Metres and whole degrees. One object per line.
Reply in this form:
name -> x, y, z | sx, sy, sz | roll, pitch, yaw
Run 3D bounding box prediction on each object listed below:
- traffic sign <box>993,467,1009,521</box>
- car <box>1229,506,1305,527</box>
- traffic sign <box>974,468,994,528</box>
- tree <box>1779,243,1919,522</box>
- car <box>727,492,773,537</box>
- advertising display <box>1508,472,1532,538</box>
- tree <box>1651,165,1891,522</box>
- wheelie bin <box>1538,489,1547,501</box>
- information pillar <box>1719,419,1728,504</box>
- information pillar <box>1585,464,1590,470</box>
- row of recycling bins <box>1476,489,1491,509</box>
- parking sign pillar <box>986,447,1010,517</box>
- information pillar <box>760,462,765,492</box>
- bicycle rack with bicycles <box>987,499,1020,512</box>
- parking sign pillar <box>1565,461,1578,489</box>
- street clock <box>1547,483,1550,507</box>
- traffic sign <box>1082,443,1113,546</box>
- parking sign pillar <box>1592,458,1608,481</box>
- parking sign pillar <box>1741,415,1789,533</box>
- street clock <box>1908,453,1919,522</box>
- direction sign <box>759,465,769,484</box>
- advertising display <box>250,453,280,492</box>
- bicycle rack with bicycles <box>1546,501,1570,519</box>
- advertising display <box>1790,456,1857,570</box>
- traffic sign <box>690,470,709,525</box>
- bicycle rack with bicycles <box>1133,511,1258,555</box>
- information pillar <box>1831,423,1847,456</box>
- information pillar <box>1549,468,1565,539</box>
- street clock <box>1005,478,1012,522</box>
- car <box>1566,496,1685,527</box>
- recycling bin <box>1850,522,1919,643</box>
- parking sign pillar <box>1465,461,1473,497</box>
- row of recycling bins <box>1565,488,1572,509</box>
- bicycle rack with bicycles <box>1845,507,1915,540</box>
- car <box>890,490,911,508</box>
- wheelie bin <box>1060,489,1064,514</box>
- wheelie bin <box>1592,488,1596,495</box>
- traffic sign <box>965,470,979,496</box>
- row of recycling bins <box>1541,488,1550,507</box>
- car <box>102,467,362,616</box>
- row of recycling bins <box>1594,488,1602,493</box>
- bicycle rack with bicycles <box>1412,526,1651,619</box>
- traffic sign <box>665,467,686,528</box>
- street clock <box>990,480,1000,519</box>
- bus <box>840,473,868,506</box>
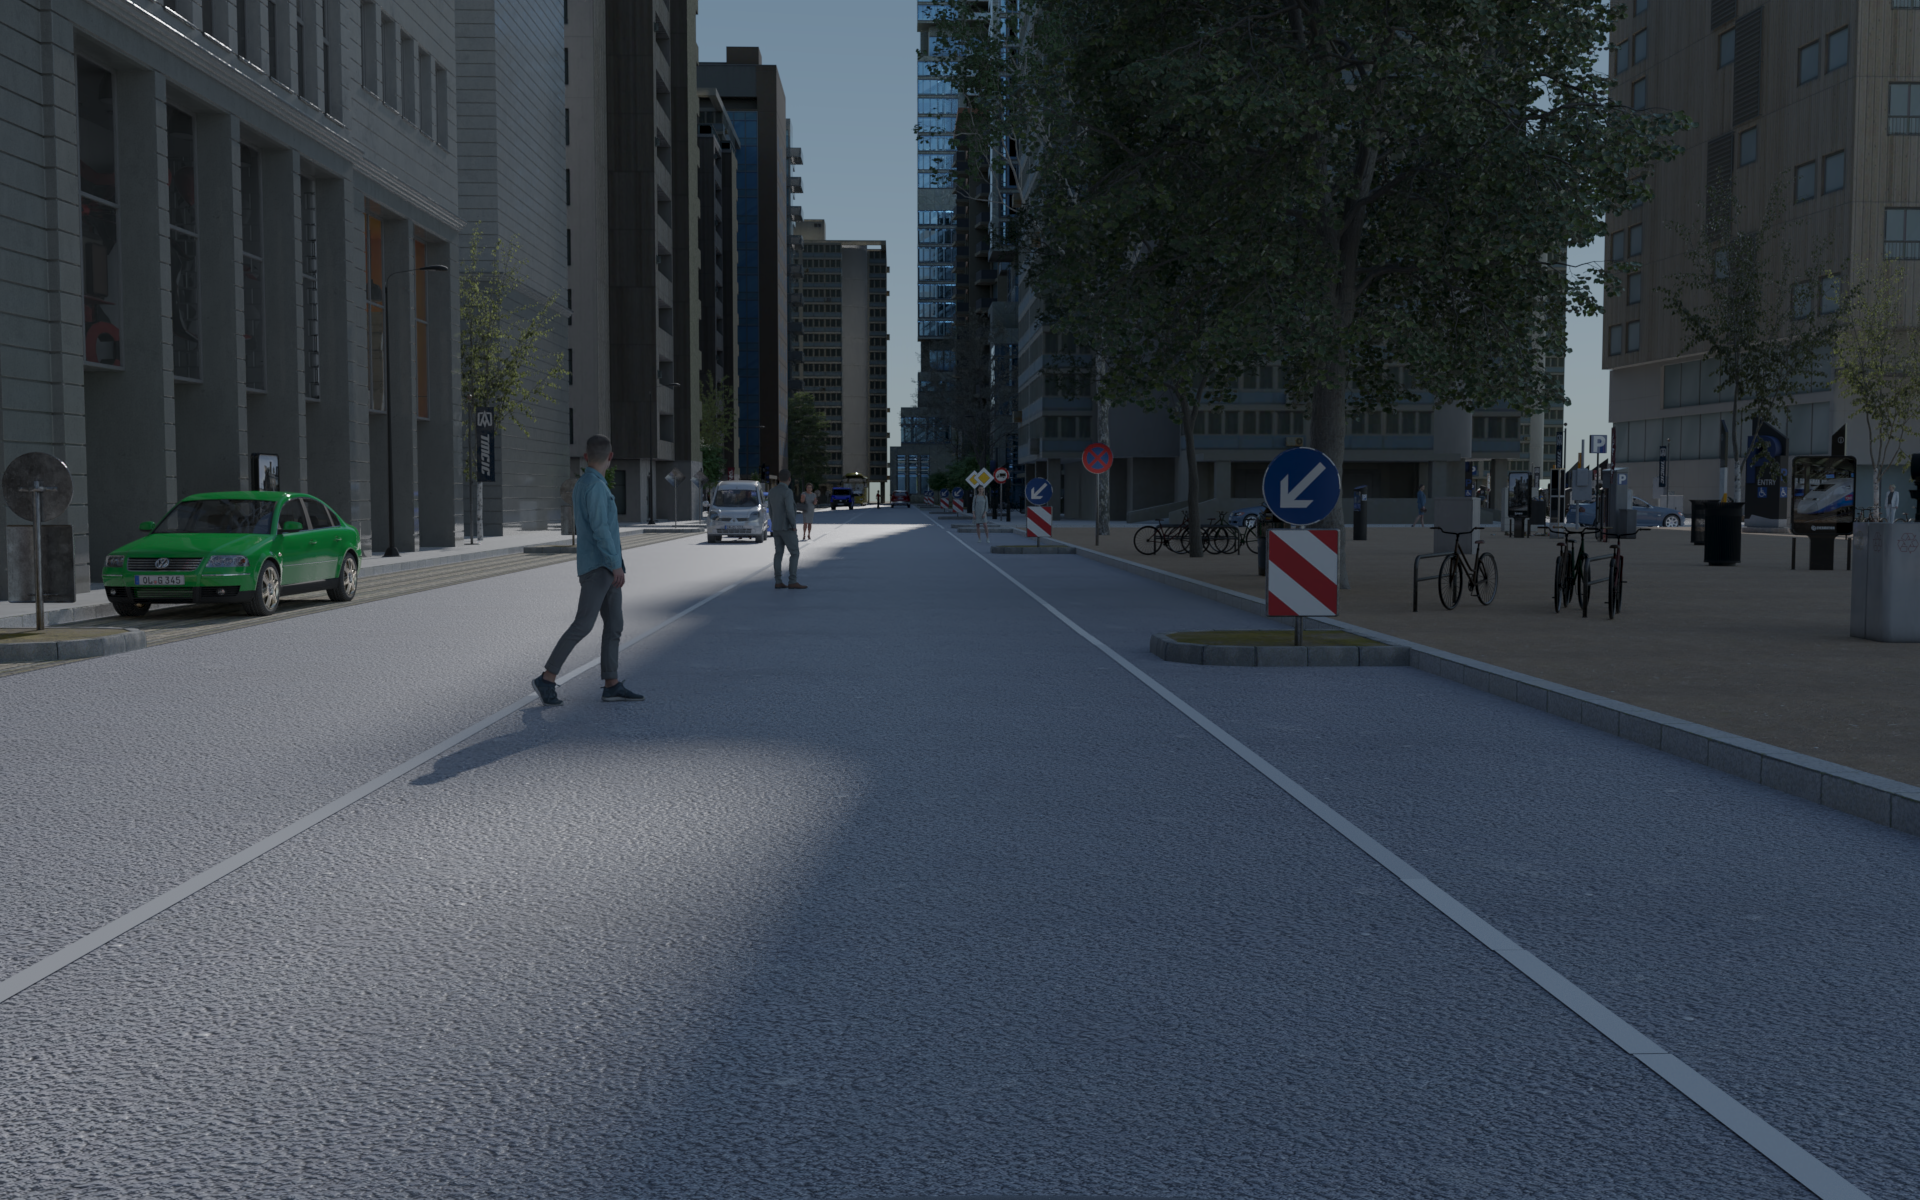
traffic sign -> 1.972, -5.056, 82.776 | 0.768, 2.556, 0.104 | 0, 4, 3
car -> 13.028, -3.509, 69.374 | 4.499, 1.417, 2.014 | 0, 4, -1
traffic sign -> 0.902, -3.763, 65.171 | 0.795, 2.450, 0.064 | 0, 4, -2
tree -> 27.811, -6.222, 52.098 | 4.360, 8.622, 3.978 | 0, 3, 0
car -> -6.984, -3.036, 59.227 | 1.945, 1.707, 3.694 | 0, 4, 0
advertising display -> 16.388, -2.783, 50.711 | 0.123, 1.923, 0.974 | -1, 4, -18
tree -> 17.915, -5.432, 39.170 | 4.360, 8.622, 3.978 | 0, 3, 0
wheelie bin -> 36.026, -6.102, 107.674 | 0.693, 1.594, 0.980 | -1, 4, -18
information pillar -> 23.877, -3.842, 54.170 | 0.183, 3.616, 0.504 | 0, 4, 7
information pillar -> 49.232, -8.857, 136.165 | 0.504, 3.616, 0.183 | 2, 4, 27
row of recycling bins -> 37.435, -7.270, 125.983 | 3.534, 1.692, 1.069 | 1, 4, 22
parking sign pillar -> 1.977, -6.782, 99.352 | 1.447, 3.967, 1.447 | 0, 4, 1
information pillar -> -14.563, -8.355, 127.959 | 0.183, 3.616, 0.504 | 2, 4, 28
bicycle rack with bicycles -> 3.600, -6.939, 126.837 | 2.852, 0.926, 2.925 | -3, 5, -45
parking sign pillar -> 49.817, -9.334, 141.087 | 1.447, 3.967, 1.447 | -2, 4, -32
street clock -> 38.935, -6.709, 114.262 | 0.358, 2.002, 0.471 | 3, 4, 39
traffic sign -> 3.409, -2.622, 42.973 | 0.768, 2.556, 0.104 | 0, 4, 3
parking sign pillar -> 48.275, -8.693, 130.599 | 1.447, 3.967, 1.447 | -3, 5, -42
parking sign pillar -> 26.680, -4.208, 57.280 | 1.447, 3.967, 1.447 | -2, 4, -28
street clock -> 17.033, -1.602, 30.767 | 0.358, 2.002, 0.471 | 3, 5, 40
direction sign -> -15.473, -8.864, 136.928 | 0.876, 3.537, 0.379 | 1, 4, 16
advertising display -> -10.939, -1.352, 27.318 | 0.123, 1.923, 0.974 | 0, 4, -3
bicycle rack with bicycles -> 30.129, -4.672, 89.761 | 2.852, 0.926, 2.925 | 0, 4, -7
advertising display -> 14.535, -1.466, 29.178 | 0.974, 1.923, 0.123 | 1, 4, 17
traffic sign -> -10.925, -4.227, 72.756 | 0.795, 2.450, 0.064 | 0, 4, -2
bicycle rack with bicycles -> 5.233, -1.457, 37.207 | 2.925, 0.926, 2.852 | 0, 4, 8
information pillar -> 29.102, -4.038, 57.380 | 0.183, 3.616, 0.504 | -2, 4, -31
information pillar -> 17.164, -2.769, 49.763 | 0.304, 2.012, 0.304 | -3, 5, -39
street clock -> 2.247, -4.632, 80.306 | 0.358, 2.002, 0.471 | 1, 4, 8
car -> 26.610, -3.499, 69.210 | 4.499, 1.417, 2.014 | 0, 4, -1
recycling bin -> 8.347, -0.163, 15.225 | 0.722, 1.027, 0.722 | 0, 4, 4
parking sign pillar -> 28.776, -6.703, 98.058 | 1.447, 3.967, 1.447 | 1, 4, 15
row of recycling bins -> 41.017, -6.652, 115.868 | 1.069, 1.692, 3.534 | 2, 4, 25
bicycle rack with bicycles -> 25.796, -2.128, 48.173 | 2.925, 0.926, 2.852 | -2, 4, -31
car -> -6.180, -10.478, 179.991 | 2.281, 1.827, 5.304 | 0, 4, -2
wheelie bin -> 6.673, -6.414, 112.769 | 0.980, 1.594, 0.693 | 3, 5, 44
wheelie bin -> 33.148, -5.101, 91.301 | 0.980, 1.594, 0.693 | -1, 4, -12
traffic sign -> 0.613, -4.251, 73.151 | 0.795, 2.450, 0.064 | 0, 4, -2
row of recycling bins -> 42.269, -7.311, 126.647 | 3.534, 1.692, 1.069 | -3, 5, -44
car -> -8.954, -0.783, 21.604 | 1.959, 1.807, 4.718 | 0, 4, -1
row of recycling bins -> 40.247, -6.098, 106.818 | 3.534, 1.692, 1.069 | 2, 4, 25
bicycle rack with bicycles -> 6.348, -0.357, 19.227 | 2.852, 0.926, 2.925 | 2, 4, 31
traffic sign -> -10.636, -3.739, 64.776 | 0.795, 2.450, 0.064 | 0, 4, -2
street clock -> 1.762, -5.103, 88.004 | 0.471, 2.002, 0.358 | 2, 4, 32
bus -> -12.368, -13.017, 204.370 | 2.896, 3.916, 12.252 | 0, 4, -1
